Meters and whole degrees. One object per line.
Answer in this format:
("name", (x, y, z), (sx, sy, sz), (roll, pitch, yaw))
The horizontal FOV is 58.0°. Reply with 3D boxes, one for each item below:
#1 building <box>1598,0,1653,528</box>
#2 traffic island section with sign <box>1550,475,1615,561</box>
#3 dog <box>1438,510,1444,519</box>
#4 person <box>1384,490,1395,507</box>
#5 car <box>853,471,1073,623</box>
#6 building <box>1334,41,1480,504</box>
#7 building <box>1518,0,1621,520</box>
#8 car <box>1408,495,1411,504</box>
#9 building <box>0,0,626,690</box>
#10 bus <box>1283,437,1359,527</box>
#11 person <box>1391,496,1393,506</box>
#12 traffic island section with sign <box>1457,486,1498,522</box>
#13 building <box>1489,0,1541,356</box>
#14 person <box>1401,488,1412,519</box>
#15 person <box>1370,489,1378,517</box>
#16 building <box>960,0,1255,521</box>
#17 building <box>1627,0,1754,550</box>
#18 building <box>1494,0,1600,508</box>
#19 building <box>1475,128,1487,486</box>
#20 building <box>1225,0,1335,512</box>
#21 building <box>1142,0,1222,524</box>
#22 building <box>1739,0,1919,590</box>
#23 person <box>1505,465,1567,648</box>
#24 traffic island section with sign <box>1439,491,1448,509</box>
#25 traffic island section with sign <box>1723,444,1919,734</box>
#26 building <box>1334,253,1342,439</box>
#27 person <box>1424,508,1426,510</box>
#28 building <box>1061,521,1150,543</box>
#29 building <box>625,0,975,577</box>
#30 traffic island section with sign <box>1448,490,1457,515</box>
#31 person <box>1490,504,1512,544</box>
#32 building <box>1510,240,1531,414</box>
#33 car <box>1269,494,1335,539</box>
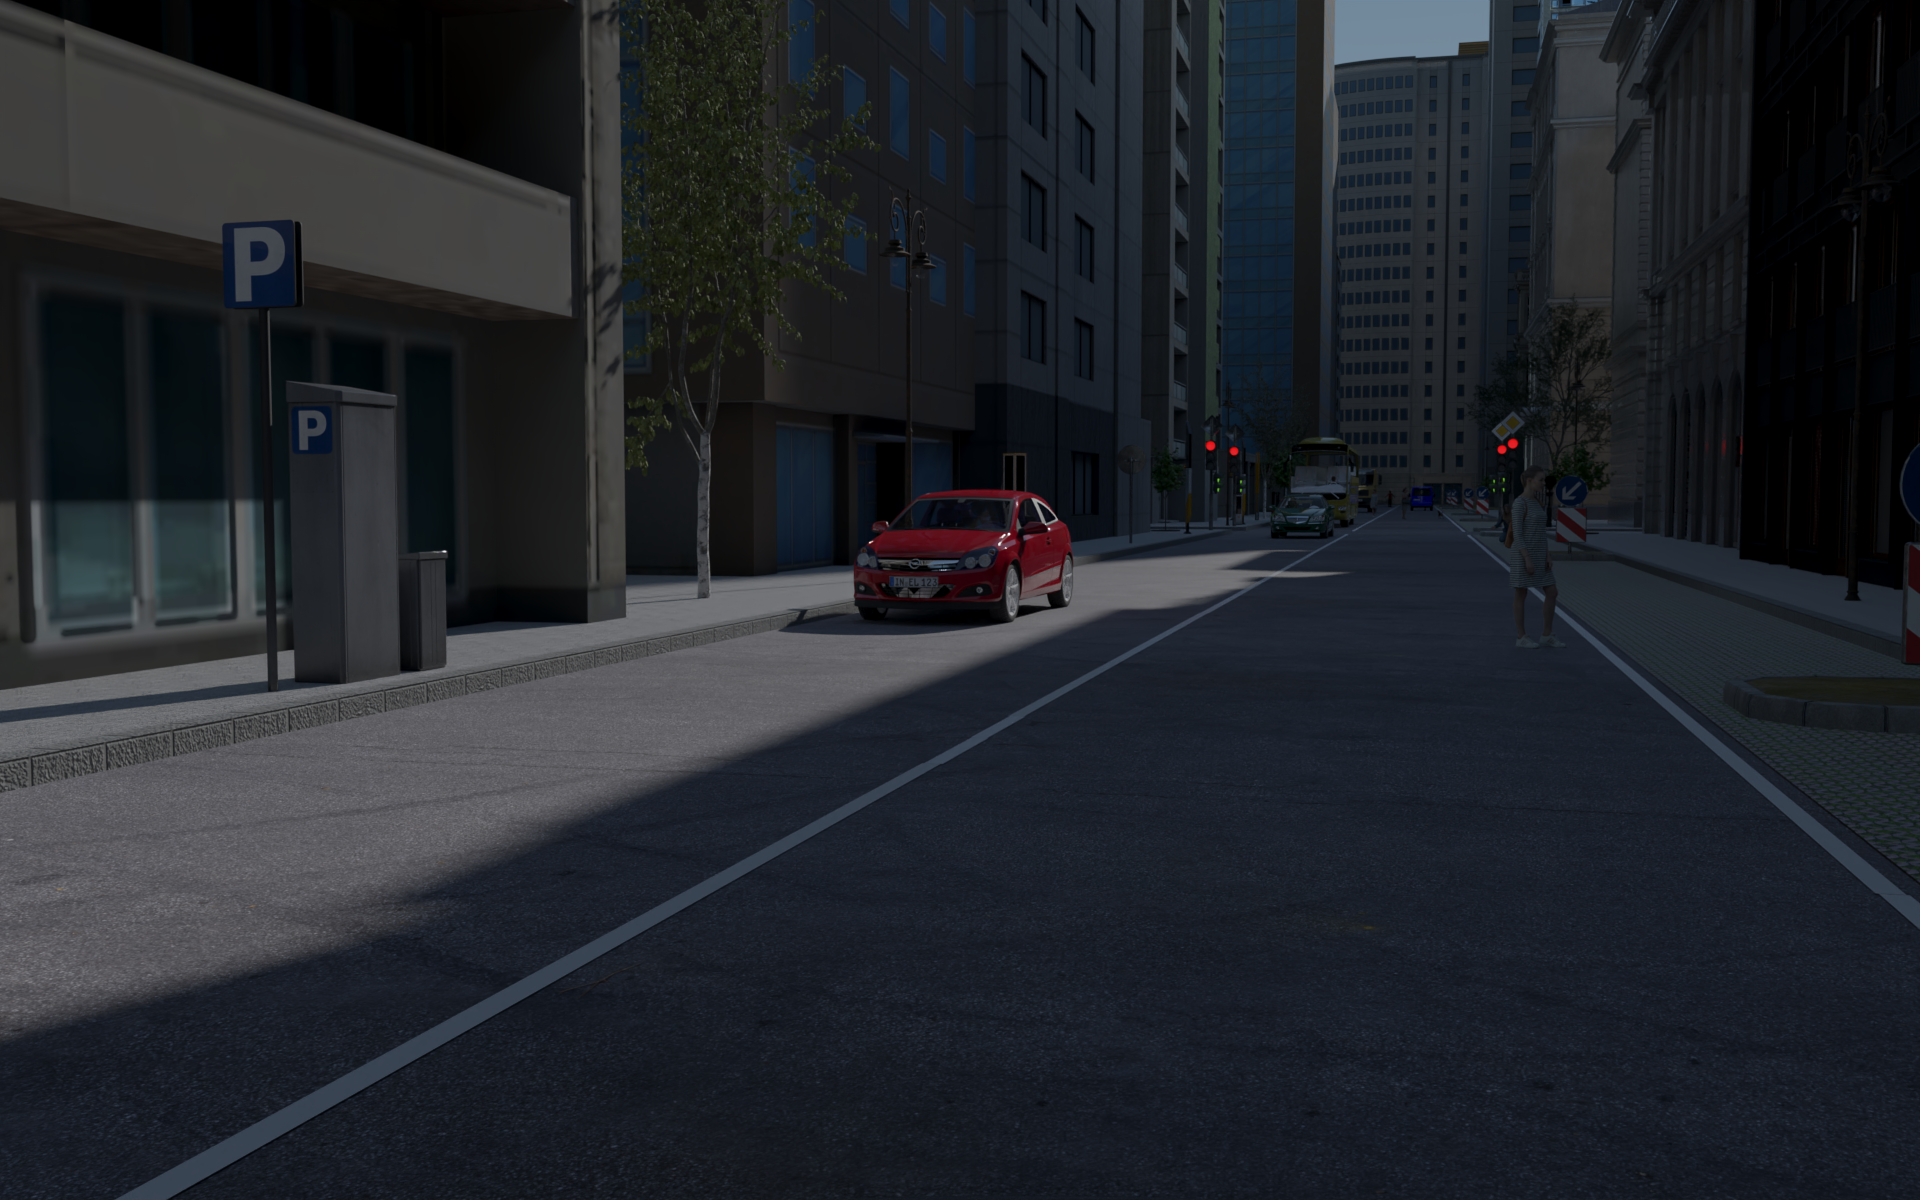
("building", (35.744, -14.583, 67.316), (19.941, 23.489, 11.050), (1, 4, 15))
("traffic island section with sign", (13.150, -1.783, 37.781), (1.989, 1.847, 2.006), (1, 4, 15))
("dog", (27.605, -4.907, 99.519), (0.540, 0.507, 0.406), (3, 5, 42))
("person", (46.030, -10.829, 185.498), (1.348, 1.831, 0.705), (-1, 4, -12))
("car", (0.119, -0.719, 20.804), (2.155, 1.783, 4.494), (1, 4, 16))
("building", (58.631, -42.167, 231.430), (28.212, 58.520, 21.231), (1, 4, 15))
("building", (37.775, -18.803, 93.328), (13.634, 28.700, 20.117), (1, 4, 15))
("car", (55.586, -12.306, 213.208), (2.014, 1.417, 4.499), (1, 4, 17))
("building", (-16.452, -23.572, 9.101), (21.300, 48.544, 21.600), (1, 4, 15))
("bus", (16.529, -5.306, 78.292), (2.896, 3.916, 12.252), (1, 4, 15))
("person", (48.293, -11.163, 194.275), (1.065, 1.426, 0.557), (-3, 5, -40))
("traffic island section with sign", (27.103, -4.996, 90.308), (1.989, 1.847, 2.006), (1, 4, 15))
("building", (65.395, -38.987, 179.439), (21.231, 58.520, 28.212), (1, 4, 15))
("person", (25.312, -5.474, 98.362), (0.532, 1.782, 0.716), (2, 4, 32))
("person", (25.402, -5.935, 106.286), (0.466, 1.731, 0.760), (0, 4, 6))
("building", (7.547, -40.755, 104.596), (20.563, 71.187, 20.611), (1, 4, 15))
("building", (25.010, -12.326, 43.337), (13.314, 21.916, 24.055), (1, 4, 15))
("building", (59.206, -51.180, 149.463), (22.319, 86.520, 31.000), (1, 4, 15))
("building", (67.995, -33.728, 201.555), (14.600, 45.320, 14.200), (1, 4, 15))
("building", (20.185, -29.246, 128.275), (14.600, 45.320, 14.200), (1, 4, 15))
("building", (3.913, -24.106, 77.731), (14.154, 41.232, 14.086), (1, 4, 15))
("building", (19.271, -11.898, 24.215), (12.332, 23.373, 15.834), (1, 4, 15))
("person", (5.323, -0.406, 16.148), (0.512, 1.701, 0.522), (-3, 5, -42))
("traffic island section with sign", (47.105, -9.600, 165.592), (1.989, 1.847, 2.006), (1, 4, 15))
("traffic island section with sign", (6.087, -0.155, 11.159), (1.989, 1.847, 2.006), (1, 4, 15))
("building", (38.810, -26.772, 209.429), (14.107, 30.474, 14.160), (1, 4, 15))
("person", (40.533, -8.539, 151.339), (0.697, 1.427, 0.421), (3, 4, 36))
("building", (-6.169, -37.349, 48.909), (20.611, 71.187, 20.563), (1, 4, 15))
("building", (-7.812, -23.459, 33.658), (14.600, 45.320, 14.200), (1, 4, 15))
("traffic island section with sign", (34.039, -6.589, 116.359), (1.989, 1.847, 2.006), (1, 4, 15))
("person", (15.636, -2.148, 49.113), (1.012, 1.151, 0.738), (2, 4, 29))
("building", (45.787, -18.383, 119.646), (14.460, 24.649, 34.723), (1, 4, 15))
("car", (11.366, -2.785, 57.333), (2.131, 1.459, 4.920), (1, 4, 16))
